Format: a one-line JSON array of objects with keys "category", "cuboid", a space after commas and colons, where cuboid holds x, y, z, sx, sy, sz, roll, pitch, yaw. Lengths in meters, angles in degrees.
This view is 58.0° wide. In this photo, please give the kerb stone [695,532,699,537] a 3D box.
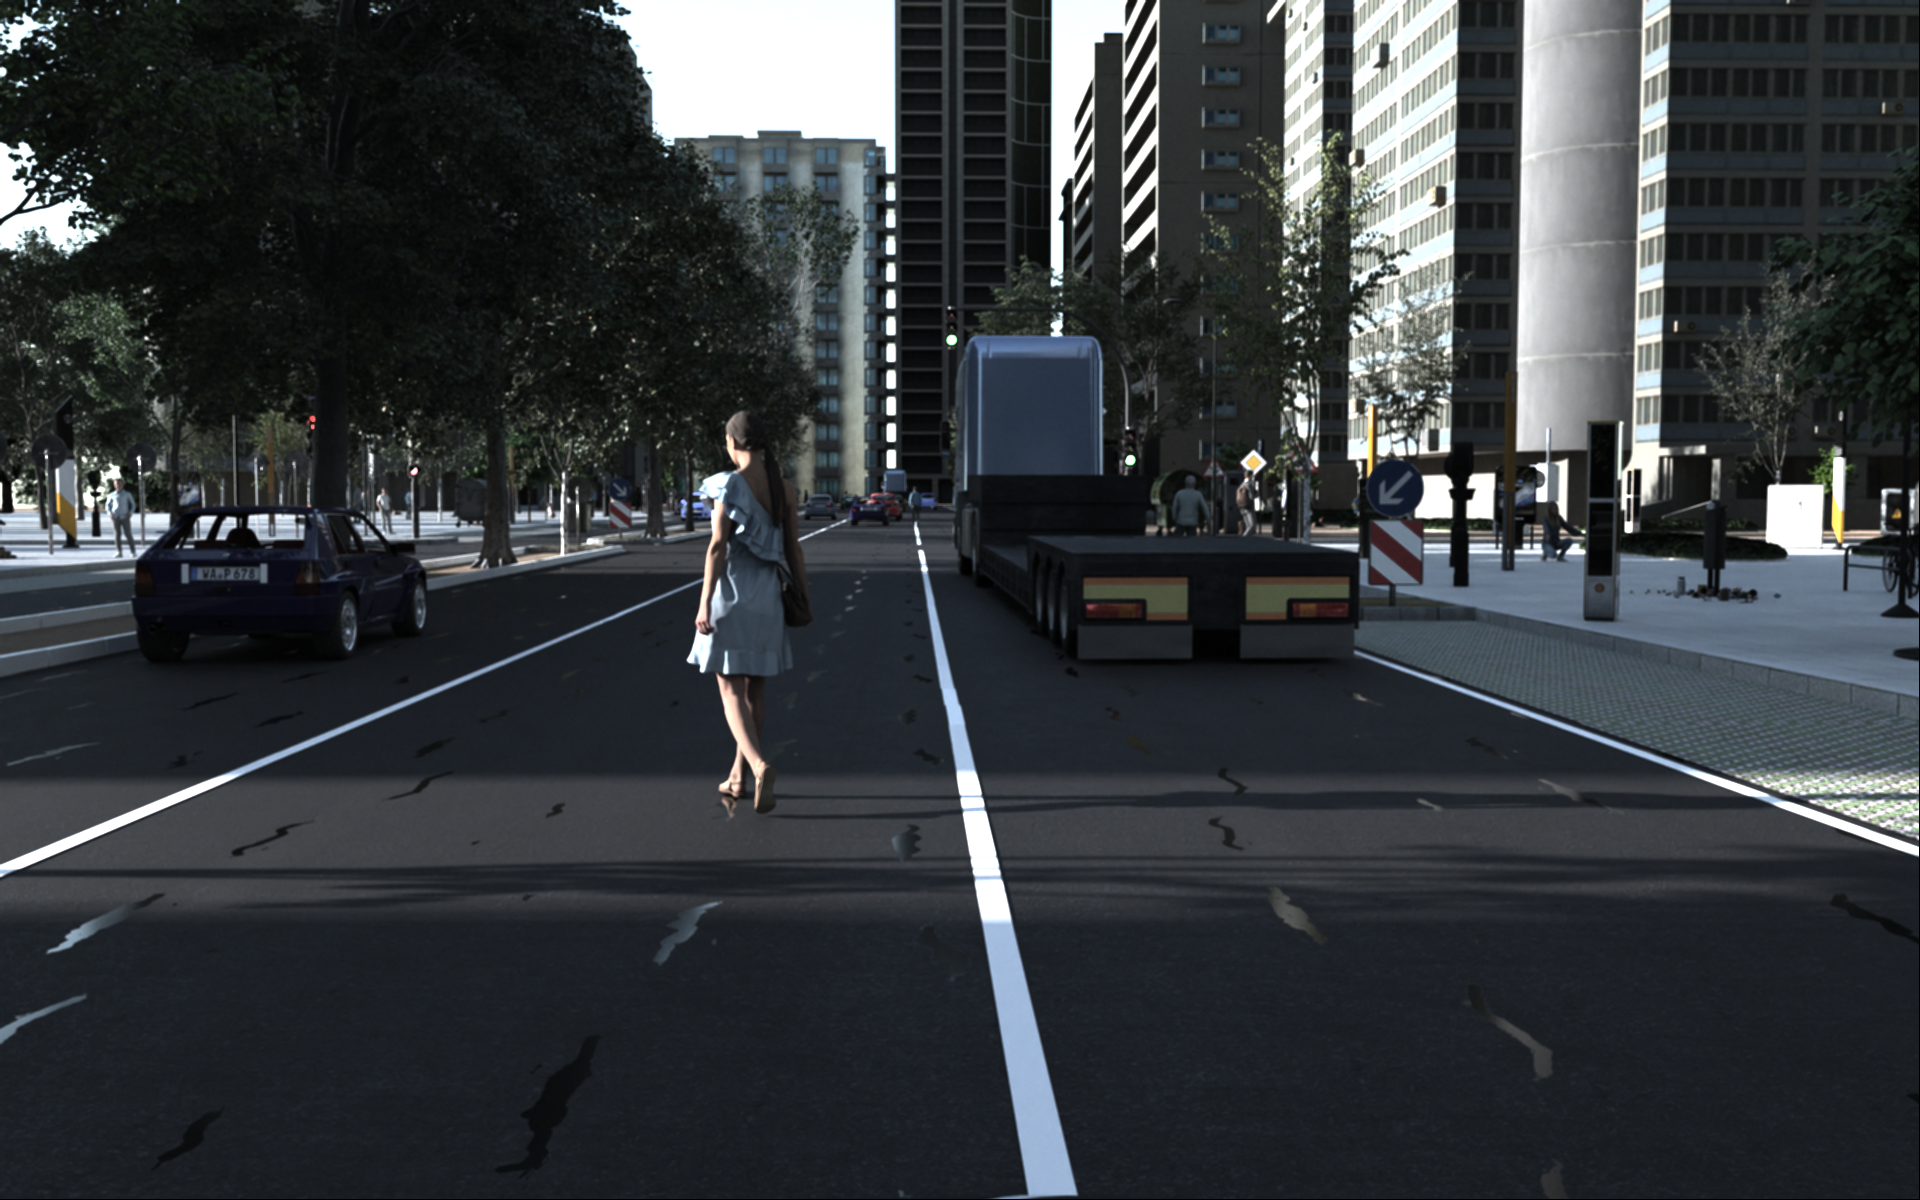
[{"category": "kerb stone", "cuboid": [-8.856, -2.154, 57.409, 0.120, 0.150, 1.000, 0, 4, -2]}]

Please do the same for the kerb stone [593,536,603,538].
[{"category": "kerb stone", "cuboid": [-10.771, -1.774, 51.207, 0.120, 0.150, 1.000, 0, 4, -2]}]

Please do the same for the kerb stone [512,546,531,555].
[{"category": "kerb stone", "cuboid": [-10.488, -1.175, 41.415, 0.120, 0.150, 1.000, 0, 4, -2]}]

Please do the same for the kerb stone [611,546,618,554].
[{"category": "kerb stone", "cuboid": [-8.386, -1.177, 41.435, 0.120, 0.150, 1.000, 0, 4, -2]}]

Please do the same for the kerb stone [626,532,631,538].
[{"category": "kerb stone", "cuboid": [-10.927, -2.088, 56.339, 0.120, 0.150, 1.000, 0, 4, -2]}]

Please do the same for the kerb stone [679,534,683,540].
[{"category": "kerb stone", "cuboid": [-8.741, -1.904, 53.318, 0.120, 0.150, 1.000, 0, 4, -2]}]

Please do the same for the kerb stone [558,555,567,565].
[{"category": "kerb stone", "cuboid": [-8.211, -0.801, 35.296, 0.120, 0.150, 1.000, 0, 4, -2]}]

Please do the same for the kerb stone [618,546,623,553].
[{"category": "kerb stone", "cuboid": [-8.417, -1.239, 42.458, 0.120, 0.150, 1.000, 0, 4, -2]}]

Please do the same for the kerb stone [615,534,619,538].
[{"category": "kerb stone", "cuboid": [-10.877, -1.962, 54.295, 0.120, 0.150, 1.000, 0, 4, -2]}]

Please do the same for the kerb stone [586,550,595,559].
[{"category": "kerb stone", "cuboid": [-8.303, -0.989, 38.365, 0.120, 0.150, 1.000, 0, 4, -2]}]

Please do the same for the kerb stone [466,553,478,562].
[{"category": "kerb stone", "cuboid": [-10.344, -0.862, 36.290, 0.120, 0.150, 1.000, 0, 4, -2]}]

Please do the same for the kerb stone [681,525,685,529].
[{"category": "kerb stone", "cuboid": [-11.312, -2.903, 69.689, 0.120, 0.150, 1.000, 0, 4, -2]}]

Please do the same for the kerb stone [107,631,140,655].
[{"category": "kerb stone", "cuboid": [-7.637, 0.390, 15.857, 0.120, 0.150, 1.000, 0, 4, -2]}]

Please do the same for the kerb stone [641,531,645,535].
[{"category": "kerb stone", "cuboid": [-11.018, -2.277, 59.431, 0.120, 0.150, 1.000, 0, 4, -2]}]

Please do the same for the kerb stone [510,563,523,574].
[{"category": "kerb stone", "cuboid": [-8.092, -0.551, 31.205, 0.120, 0.150, 1.000, 0, 4, -2]}]

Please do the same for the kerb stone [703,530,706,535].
[{"category": "kerb stone", "cuboid": [-8.919, -2.272, 59.456, 0.120, 0.150, 1.000, 0, 4, -2]}]

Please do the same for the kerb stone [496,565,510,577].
[{"category": "kerb stone", "cuboid": [-8.062, -0.488, 30.176, 0.120, 0.150, 1.000, 0, 4, -2]}]

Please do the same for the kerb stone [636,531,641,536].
[{"category": "kerb stone", "cuboid": [-10.984, -2.214, 58.398, 0.120, 0.150, 1.000, 0, 4, -2]}]

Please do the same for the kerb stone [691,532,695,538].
[{"category": "kerb stone", "cuboid": [-8.833, -2.085, 56.388, 0.120, 0.150, 1.000, 0, 4, -2]}]

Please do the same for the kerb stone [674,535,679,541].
[{"category": "kerb stone", "cuboid": [-8.703, -1.841, 52.292, 0.120, 0.150, 1.000, 0, 4, -2]}]

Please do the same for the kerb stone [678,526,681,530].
[{"category": "kerb stone", "cuboid": [-11.277, -2.842, 68.667, 0.120, 0.150, 1.000, 0, 4, -2]}]

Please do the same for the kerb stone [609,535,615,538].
[{"category": "kerb stone", "cuboid": [-10.837, -1.900, 53.271, 0.120, 0.150, 1.000, 0, 4, -2]}]

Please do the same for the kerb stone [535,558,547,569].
[{"category": "kerb stone", "cuboid": [-8.144, -0.675, 33.250, 0.120, 0.150, 1.000, 0, 4, -2]}]

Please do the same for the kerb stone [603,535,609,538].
[{"category": "kerb stone", "cuboid": [-10.807, -1.837, 52.235, 0.120, 0.150, 1.000, 0, 4, -2]}]

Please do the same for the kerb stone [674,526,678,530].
[{"category": "kerb stone", "cuboid": [-11.253, -2.776, 67.646, 0.120, 0.150, 1.000, 0, 4, -2]}]

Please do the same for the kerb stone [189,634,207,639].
[{"category": "kerb stone", "cuboid": [-7.696, 0.263, 17.900, 0.120, 0.150, 1.000, 0, 4, -2]}]

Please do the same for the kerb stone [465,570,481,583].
[{"category": "kerb stone", "cuboid": [-8.002, -0.362, 28.133, 0.120, 0.150, 1.000, 0, 4, -2]}]

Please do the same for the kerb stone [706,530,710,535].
[{"category": "kerb stone", "cuboid": [-8.944, -2.342, 60.485, 0.120, 0.150, 1.000, 0, 4, -2]}]

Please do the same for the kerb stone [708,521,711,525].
[{"category": "kerb stone", "cuboid": [-11.579, -3.469, 78.909, 0.120, 0.150, 1.000, 0, 4, -2]}]

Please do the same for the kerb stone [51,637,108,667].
[{"category": "kerb stone", "cuboid": [-7.607, 0.454, 14.829, 0.120, 0.150, 1.000, 0, 4, -2]}]

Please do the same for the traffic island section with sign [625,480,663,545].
[{"category": "traffic island section with sign", "cuboid": [-9.672, -2.551, 49.849, 2.006, 1.907, 1.989, 0, 4, -2]}]

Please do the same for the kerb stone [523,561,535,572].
[{"category": "kerb stone", "cuboid": [-8.125, -0.612, 32.228, 0.120, 0.150, 1.000, 0, 4, -2]}]

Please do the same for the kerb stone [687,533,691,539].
[{"category": "kerb stone", "cuboid": [-8.799, -2.029, 55.362, 0.120, 0.150, 1.000, 0, 4, -2]}]

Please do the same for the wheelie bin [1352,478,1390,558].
[{"category": "wheelie bin", "cuboid": [8.316, -1.633, 34.604, 0.980, 1.594, 0.693, 1, 4, 17]}]

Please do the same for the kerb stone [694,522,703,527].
[{"category": "kerb stone", "cuboid": [-11.494, -3.281, 75.843, 0.120, 0.150, 1.000, 0, 4, -2]}]

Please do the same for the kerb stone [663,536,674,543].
[{"category": "kerb stone", "cuboid": [-8.683, -1.778, 51.262, 0.120, 0.150, 1.000, 0, 4, -2]}]

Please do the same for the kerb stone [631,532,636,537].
[{"category": "kerb stone", "cuboid": [-10.960, -2.151, 57.361, 0.120, 0.150, 1.000, 0, 4, -2]}]

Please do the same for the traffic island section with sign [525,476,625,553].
[{"category": "traffic island section with sign", "cuboid": [-9.465, -2.098, 42.445, 2.006, 1.907, 1.989, 0, 4, -2]}]

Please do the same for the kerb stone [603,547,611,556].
[{"category": "kerb stone", "cuboid": [-8.360, -1.109, 40.413, 0.120, 0.150, 1.000, 0, 4, -2]}]

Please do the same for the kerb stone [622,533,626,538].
[{"category": "kerb stone", "cuboid": [-10.897, -2.024, 55.318, 0.120, 0.150, 1.000, 0, 4, -2]}]

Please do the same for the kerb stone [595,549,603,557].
[{"category": "kerb stone", "cuboid": [-8.332, -1.046, 39.392, 0.120, 0.150, 1.000, 0, 4, -2]}]

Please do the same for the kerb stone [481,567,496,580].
[{"category": "kerb stone", "cuboid": [-8.032, -0.421, 29.154, 0.120, 0.150, 1.000, 0, 4, -2]}]

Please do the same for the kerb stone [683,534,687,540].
[{"category": "kerb stone", "cuboid": [-8.772, -1.966, 54.340, 0.120, 0.150, 1.000, 0, 4, -2]}]

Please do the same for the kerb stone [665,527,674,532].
[{"category": "kerb stone", "cuboid": [-11.223, -2.717, 66.624, 0.120, 0.150, 1.000, 0, 4, -2]}]

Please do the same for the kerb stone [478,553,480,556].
[{"category": "kerb stone", "cuboid": [-10.371, -0.925, 37.313, 0.120, 0.150, 1.000, 0, 4, -2]}]

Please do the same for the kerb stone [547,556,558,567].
[{"category": "kerb stone", "cuboid": [-8.178, -0.737, 34.274, 0.120, 0.150, 1.000, 0, 4, -2]}]

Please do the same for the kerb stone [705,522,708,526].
[{"category": "kerb stone", "cuboid": [-11.558, -3.406, 77.887, 0.120, 0.150, 1.000, 0, 4, -2]}]

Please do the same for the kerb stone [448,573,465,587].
[{"category": "kerb stone", "cuboid": [-7.974, -0.301, 27.111, 0.120, 0.150, 1.000, 0, 4, -2]}]

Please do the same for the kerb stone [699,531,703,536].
[{"category": "kerb stone", "cuboid": [-8.881, -2.216, 58.434, 0.120, 0.150, 1.000, 0, 4, -2]}]

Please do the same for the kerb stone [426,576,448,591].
[{"category": "kerb stone", "cuboid": [-7.942, -0.238, 26.090, 0.120, 0.150, 1.000, 0, 4, -2]}]

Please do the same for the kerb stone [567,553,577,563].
[{"category": "kerb stone", "cuboid": [-8.242, -0.864, 36.320, 0.120, 0.150, 1.000, 0, 4, -2]}]

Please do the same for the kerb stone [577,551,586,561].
[{"category": "kerb stone", "cuboid": [-8.269, -0.926, 37.342, 0.120, 0.150, 1.000, 0, 4, -2]}]

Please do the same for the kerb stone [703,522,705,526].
[{"category": "kerb stone", "cuboid": [-11.531, -3.342, 76.865, 0.120, 0.150, 1.000, 0, 4, -2]}]

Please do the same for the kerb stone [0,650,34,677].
[{"category": "kerb stone", "cuboid": [-7.575, 0.514, 13.797, 0.120, 0.150, 1.000, 0, 4, -2]}]
